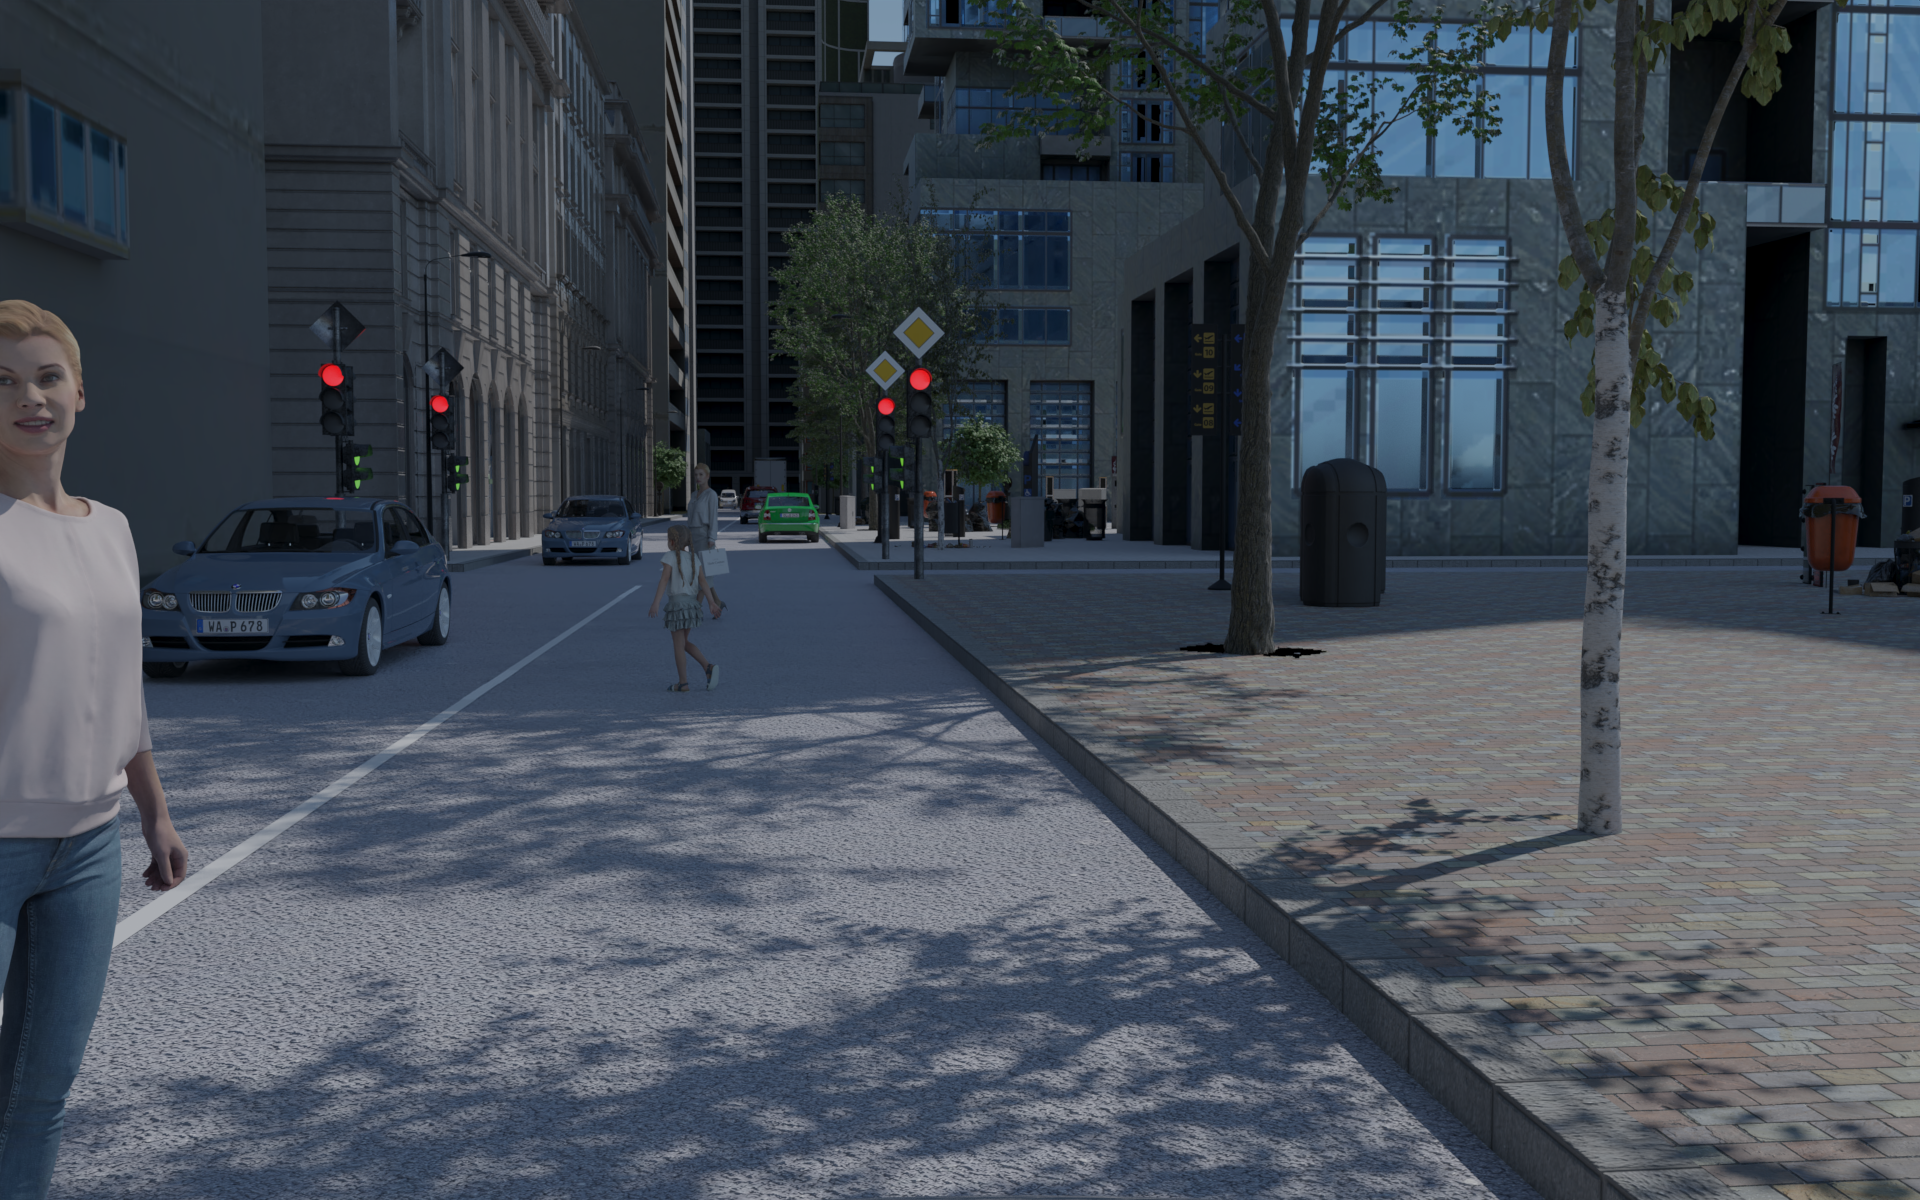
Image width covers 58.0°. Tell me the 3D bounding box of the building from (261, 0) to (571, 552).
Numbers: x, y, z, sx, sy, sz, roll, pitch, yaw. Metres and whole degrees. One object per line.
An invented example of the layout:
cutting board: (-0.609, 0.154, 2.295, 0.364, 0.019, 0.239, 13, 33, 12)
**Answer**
building: (-17.822, -12.335, 43.485, 13.314, 21.916, 24.055, 0, 4, -6)

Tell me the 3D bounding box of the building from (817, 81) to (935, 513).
building: (-3.298, -21.642, 125.545, 14.160, 30.474, 14.107, 0, 4, -6)

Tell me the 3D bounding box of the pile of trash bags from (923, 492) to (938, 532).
pile of trash bags: (-0.366, -3.058, 59.747, 1.912, 1.369, 3.447, -2, 4, -32)

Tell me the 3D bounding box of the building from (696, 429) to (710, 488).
building: (-40.782, -52.376, 169.019, 31.000, 86.520, 22.319, 0, 4, -6)

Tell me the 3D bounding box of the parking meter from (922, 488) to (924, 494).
parking meter: (-1.649, -3.795, 70.466, 0.372, 1.533, 0.369, 0, 3, 0)

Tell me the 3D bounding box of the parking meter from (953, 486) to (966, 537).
parking meter: (-0.030, -2.635, 51.494, 0.372, 1.533, 0.369, 0, 3, 0)

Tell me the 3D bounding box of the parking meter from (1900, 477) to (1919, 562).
parking meter: (13.403, -0.970, 24.279, 0.372, 1.533, 0.369, 0, 3, 0)

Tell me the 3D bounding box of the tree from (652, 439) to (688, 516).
tree: (-17.948, -7.360, 104.054, 4.285, 4.588, 4.351, 0, 3, 0)

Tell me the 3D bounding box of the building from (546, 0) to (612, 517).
building: (-18.859, -13.224, 65.362, 9.793, 20.994, 18.267, 0, 4, -6)

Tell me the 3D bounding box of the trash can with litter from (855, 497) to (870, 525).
trash can with litter: (-3.950, -3.717, 72.159, 0.624, 1.170, 1.055, 2, 4, 26)

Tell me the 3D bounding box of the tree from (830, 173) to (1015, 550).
tree: (-0.589, -5.443, 39.363, 4.360, 8.622, 3.978, 0, 3, 0)

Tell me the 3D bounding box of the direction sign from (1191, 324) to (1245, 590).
direction sign: (3.514, -1.904, 23.129, 0.876, 3.537, 0.379, 0, 4, -4)

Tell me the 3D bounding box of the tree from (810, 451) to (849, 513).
tree: (-8.543, -8.117, 116.423, 4.285, 4.588, 4.351, 0, 3, 0)

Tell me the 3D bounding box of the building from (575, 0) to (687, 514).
building: (-29.997, -30.168, 116.940, 21.300, 48.544, 21.600, 0, 4, -6)

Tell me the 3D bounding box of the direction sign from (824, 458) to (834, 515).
direction sign: (-8.191, -7.103, 108.134, 0.876, 3.537, 0.379, 3, 5, 41)

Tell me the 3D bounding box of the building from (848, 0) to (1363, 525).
building: (5.698, -47.707, 92.679, 22.319, 86.520, 31.000, 0, 4, -6)

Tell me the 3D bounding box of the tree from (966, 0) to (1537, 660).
tree: (2.505, -5.372, 13.580, 9.928, 11.665, 9.643, 0, 3, 0)

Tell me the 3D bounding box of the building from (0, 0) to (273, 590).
building: (-19.216, -23.741, 11.864, 21.600, 48.544, 21.300, 0, 4, -6)

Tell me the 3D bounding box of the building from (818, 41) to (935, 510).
building: (3.989, -27.722, 145.142, 32.217, 40.220, 23.993, 0, 4, -6)

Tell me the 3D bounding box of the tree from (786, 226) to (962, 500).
tree: (-3.670, -9.529, 73.931, 7.486, 12.596, 7.792, 0, 3, 0)

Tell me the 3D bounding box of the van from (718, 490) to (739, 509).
van: (-22.392, -9.813, 167.460, 2.013, 2.044, 4.112, 0, 4, -6)

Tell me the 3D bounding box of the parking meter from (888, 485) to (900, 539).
parking meter: (-1.892, -2.488, 49.084, 0.372, 1.533, 0.369, 0, 3, 0)

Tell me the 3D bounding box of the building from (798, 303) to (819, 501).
building: (-1.908, -19.976, 171.640, 27.650, 21.520, 28.899, 0, 4, -6)

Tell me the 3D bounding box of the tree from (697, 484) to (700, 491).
tree: (-24.585, -10.139, 160.381, 1.663, 3.219, 1.824, 0, 3, 0)

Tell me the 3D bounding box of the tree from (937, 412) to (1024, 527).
tree: (0.826, -5.134, 67.662, 4.285, 4.588, 4.351, 0, 3, 0)

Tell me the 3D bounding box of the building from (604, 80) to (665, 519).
building: (-22.122, -14.950, 86.230, 13.314, 21.916, 24.055, 0, 4, -6)

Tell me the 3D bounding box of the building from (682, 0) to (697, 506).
building: (-32.971, -36.656, 141.320, 21.231, 58.520, 28.212, 0, 4, -6)

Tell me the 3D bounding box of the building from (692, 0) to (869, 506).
building: (-20.802, -46.648, 200.950, 20.611, 71.187, 20.563, 0, 4, -6)

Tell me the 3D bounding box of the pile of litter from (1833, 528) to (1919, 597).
pile of litter: (11.921, -0.480, 21.813, 1.176, 0.858, 1.719, -1, 4, -22)

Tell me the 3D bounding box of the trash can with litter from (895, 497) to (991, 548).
trash can with litter: (-0.512, -1.869, 41.617, 2.233, 1.210, 1.678, 2, 4, 32)

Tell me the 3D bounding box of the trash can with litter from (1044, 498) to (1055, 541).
trash can with litter: (2.088, -2.178, 47.000, 0.624, 1.170, 1.055, -3, 5, -40)

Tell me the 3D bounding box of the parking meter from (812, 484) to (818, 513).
parking meter: (-8.164, -5.619, 97.586, 0.255, 1.863, 0.399, -2, 4, -34)

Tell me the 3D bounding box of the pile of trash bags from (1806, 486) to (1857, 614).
pile of trash bags: (10.708, -0.515, 18.168, 3.447, 1.369, 1.912, 2, 4, 23)

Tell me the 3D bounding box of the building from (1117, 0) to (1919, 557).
building: (20.132, -44.812, 45.354, 31.000, 86.520, 22.319, 0, 4, -6)

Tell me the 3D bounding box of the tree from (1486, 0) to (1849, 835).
tree: (2.676, -3.423, 6.326, 4.737, 8.622, 4.395, 0, 3, 0)

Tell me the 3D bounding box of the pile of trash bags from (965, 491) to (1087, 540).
pile of trash bags: (2.084, -2.442, 49.684, 3.447, 1.369, 1.912, -3, 5, -42)

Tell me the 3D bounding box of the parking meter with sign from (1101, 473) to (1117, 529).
parking meter with sign: (5.930, -4.139, 63.939, 1.738, 3.016, 0.543, 1, 4, 9)
